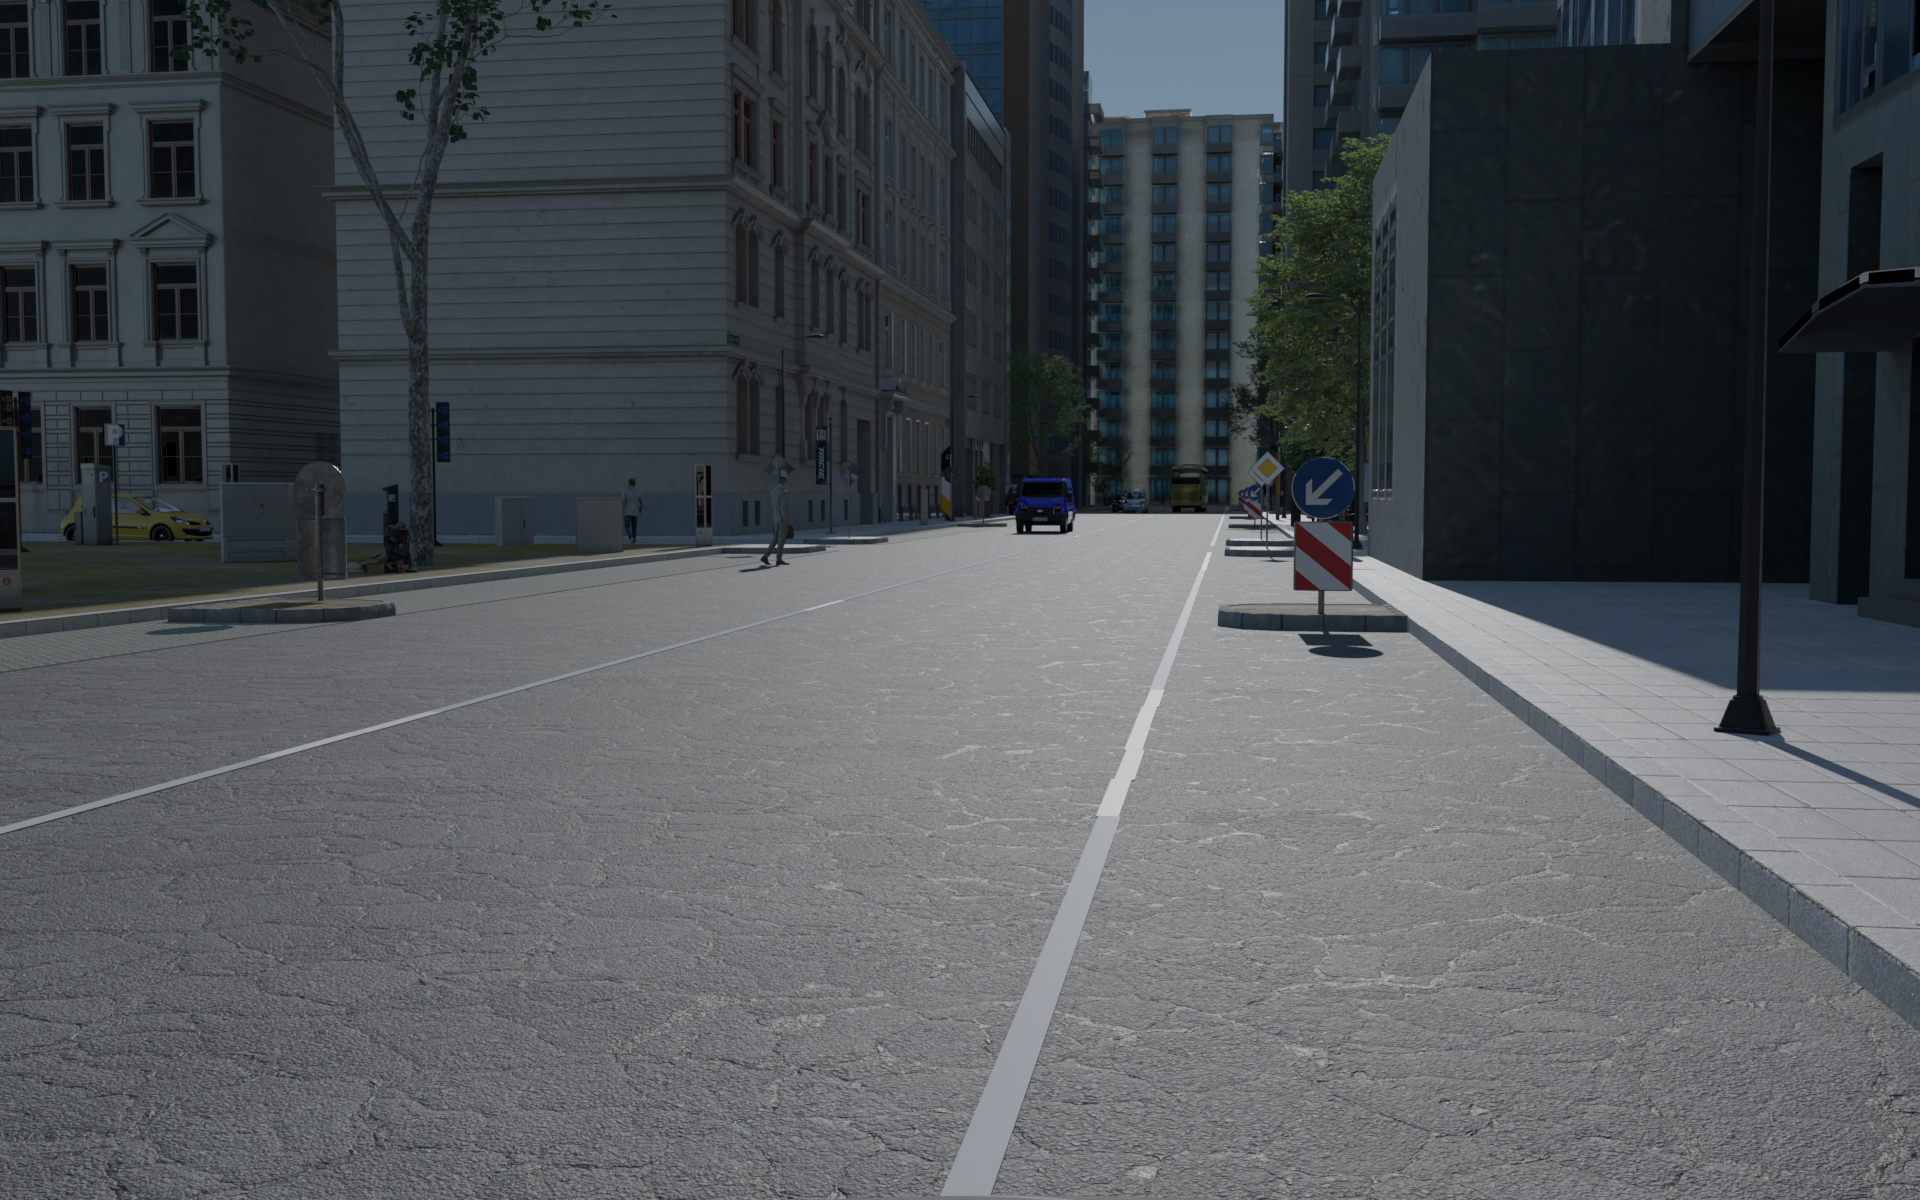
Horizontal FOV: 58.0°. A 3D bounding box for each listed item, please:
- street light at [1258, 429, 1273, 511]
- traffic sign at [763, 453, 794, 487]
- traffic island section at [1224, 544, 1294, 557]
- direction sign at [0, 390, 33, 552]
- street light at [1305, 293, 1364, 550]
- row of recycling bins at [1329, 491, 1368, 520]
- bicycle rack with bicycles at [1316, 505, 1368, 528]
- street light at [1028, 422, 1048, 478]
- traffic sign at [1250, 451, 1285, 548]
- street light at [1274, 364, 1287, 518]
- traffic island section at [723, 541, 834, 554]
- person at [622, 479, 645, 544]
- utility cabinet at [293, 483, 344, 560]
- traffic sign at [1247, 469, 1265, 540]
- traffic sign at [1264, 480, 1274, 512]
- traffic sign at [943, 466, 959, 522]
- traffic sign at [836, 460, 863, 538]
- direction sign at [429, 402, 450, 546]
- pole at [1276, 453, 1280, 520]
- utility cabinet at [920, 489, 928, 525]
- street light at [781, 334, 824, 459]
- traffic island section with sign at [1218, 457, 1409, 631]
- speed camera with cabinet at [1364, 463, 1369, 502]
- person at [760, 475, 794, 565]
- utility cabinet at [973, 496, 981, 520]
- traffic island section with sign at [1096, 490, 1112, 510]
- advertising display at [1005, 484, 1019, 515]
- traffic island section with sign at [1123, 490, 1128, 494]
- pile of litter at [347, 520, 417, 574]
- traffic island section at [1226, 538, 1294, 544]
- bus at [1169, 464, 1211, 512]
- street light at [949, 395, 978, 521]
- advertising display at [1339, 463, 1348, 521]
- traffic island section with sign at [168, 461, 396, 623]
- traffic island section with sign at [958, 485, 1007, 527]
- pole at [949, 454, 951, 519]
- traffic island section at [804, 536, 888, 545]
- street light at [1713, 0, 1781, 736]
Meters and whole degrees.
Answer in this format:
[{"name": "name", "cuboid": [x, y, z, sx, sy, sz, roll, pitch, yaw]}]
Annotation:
[{"name": "street light", "cuboid": [16.701, -7.308, 92.031, 1.470, 5.913, 1.316, 1, 4, 9]}, {"name": "traffic sign", "cuboid": [-4.466, -2.385, 42.630, 0.795, 2.450, 0.064, 1, 4, 9]}, {"name": "traffic island section", "cuboid": [7.257, -1.136, 40.852, 2.009, 0.180, 2.903, 1, 4, 9]}, {"name": "direction sign", "cuboid": [-20.717, -2.818, 38.077, 0.379, 3.537, 0.876, 1, 4, 13]}, {"name": "street light", "cuboid": [8.675, -4.135, 40.146, 1.470, 5.913, 1.316, 1, 4, 9]}, {"name": "row of recycling bins", "cuboid": [18.945, -4.782, 85.301, 1.069, 1.692, 3.534, -2, 4, -29]}, {"name": "bicycle rack with bicycles", "cuboid": [13.395, -2.773, 58.727, 2.925, 0.926, 2.852, 0, 4, 4]}, {"name": "street light", "cuboid": [4.994, -8.531, 112.020, 1.470, 5.913, 1.316, 1, 4, 9]}, {"name": "traffic sign", "cuboid": [7.232, -2.271, 40.779, 0.795, 2.450, 0.064, 1, 4, 9]}, {"name": "street light", "cuboid": [11.992, -5.432, 61.347, 1.470, 5.913, 1.316, 1, 4, 9]}, {"name": "traffic island section", "cuboid": [-4.490, -1.249, 42.695, 2.009, 0.180, 2.903, 1, 4, 9]}, {"name": "person", "cuboid": [-8.640, -2.287, 45.745, 0.661, 1.843, 0.795, -2, 4, -27]}, {"name": "utility cabinet", "cuboid": [-12.441, -1.505, 33.279, 1.173, 1.500, 0.318, 1, 4, 15]}, {"name": "traffic sign", "cuboid": [8.471, -2.754, 48.667, 0.795, 2.450, 0.064, 1, 4, 9]}, {"name": "traffic sign", "cuboid": [21.602, -7.409, 121.244, 0.768, 2.556, 0.104, 1, 4, 13]}, {"name": "traffic sign", "cuboid": [-0.404, -4.852, 79.439, 0.768, 2.556, 0.104, 1, 4, 16]}, {"name": "traffic sign", "cuboid": [-3.227, -2.867, 50.518, 0.795, 2.450, 0.064, 1, 4, 9]}, {"name": "direction sign", "cuboid": [-12.968, -3.101, 42.693, 0.876, 3.537, 0.379, 1, 4, 11]}, {"name": "pole", "cuboid": [15.759, -5.627, 85.838, 0.158, 3.312, 0.155, 0, 3, 0]}, {"name": "utility cabinet", "cuboid": [-1.519, -3.880, 72.113, 0.318, 1.500, 1.173, 0, 4, -4]}, {"name": "street light", "cuboid": [-4.643, -4.772, 50.557, 1.470, 5.913, 1.316, 1, 4, 9]}, {"name": "traffic island section with sign", "cuboid": [3.875, -0.647, 19.211, 1.989, 1.847, 2.006, 1, 4, 9]}, {"name": "speed camera with cabinet", "cuboid": [12.491, -3.337, 48.889, 2.038, 3.252, 0.660, 2, 4, 24]}, {"name": "person", "cuboid": [-3.615, -1.614, 35.005, 0.853, 1.813, 0.709, -3, 4, -39]}, {"name": "utility cabinet", "cuboid": [0.858, -4.630, 86.863, 0.306, 1.237, 1.020, 0, 4, -5]}, {"name": "traffic island section with sign", "cuboid": [12.943, -8.740, 151.529, 1.989, 1.847, 2.006, 1, 4, 9]}, {"name": "advertising display", "cuboid": [3.158, -6.167, 106.050, 0.974, 1.923, 0.123, 3, 4, 38]}, {"name": "traffic island section with sign", "cuboid": [17.243, -10.417, 178.948, 1.989, 1.847, 2.006, 1, 4, 9]}, {"name": "pile of litter", "cuboid": [-9.481, -0.883, 28.398, 1.176, 0.858, 1.719, 0, 4, -8]}, {"name": "traffic island section", "cuboid": [8.496, -1.618, 48.741, 2.009, 0.180, 2.903, 1, 4, 9]}, {"name": "bus", "cuboid": [18.648, -9.112, 140.534, 2.896, 3.916, 12.252, 1, 4, 11]}, {"name": "street light", "cuboid": [0.167, -6.658, 81.398, 1.470, 5.913, 1.316, 1, 4, 9]}, {"name": "advertising display", "cuboid": [8.067, -1.911, 36.466, 0.123, 1.923, 0.974, 1, 4, 15]}, {"name": "traffic island section with sign", "cuboid": [-7.701, -0.700, 20.072, 1.989, 1.847, 2.006, 1, 4, 9]}, {"name": "traffic island section with sign", "cuboid": [1.022, -4.098, 75.636, 1.989, 1.847, 2.006, 1, 4, 9]}, {"name": "pole", "cuboid": [-0.536, -5.793, 88.558, 0.158, 3.312, 0.155, 0, 3, 0]}, {"name": "traffic island section", "cuboid": [-3.252, -1.731, 50.584, 2.009, 0.180, 2.903, 1, 4, 9]}, {"name": "street light", "cuboid": [3.726, -2.247, 9.284, 1.470, 5.913, 1.316, 1, 4, 9]}]
